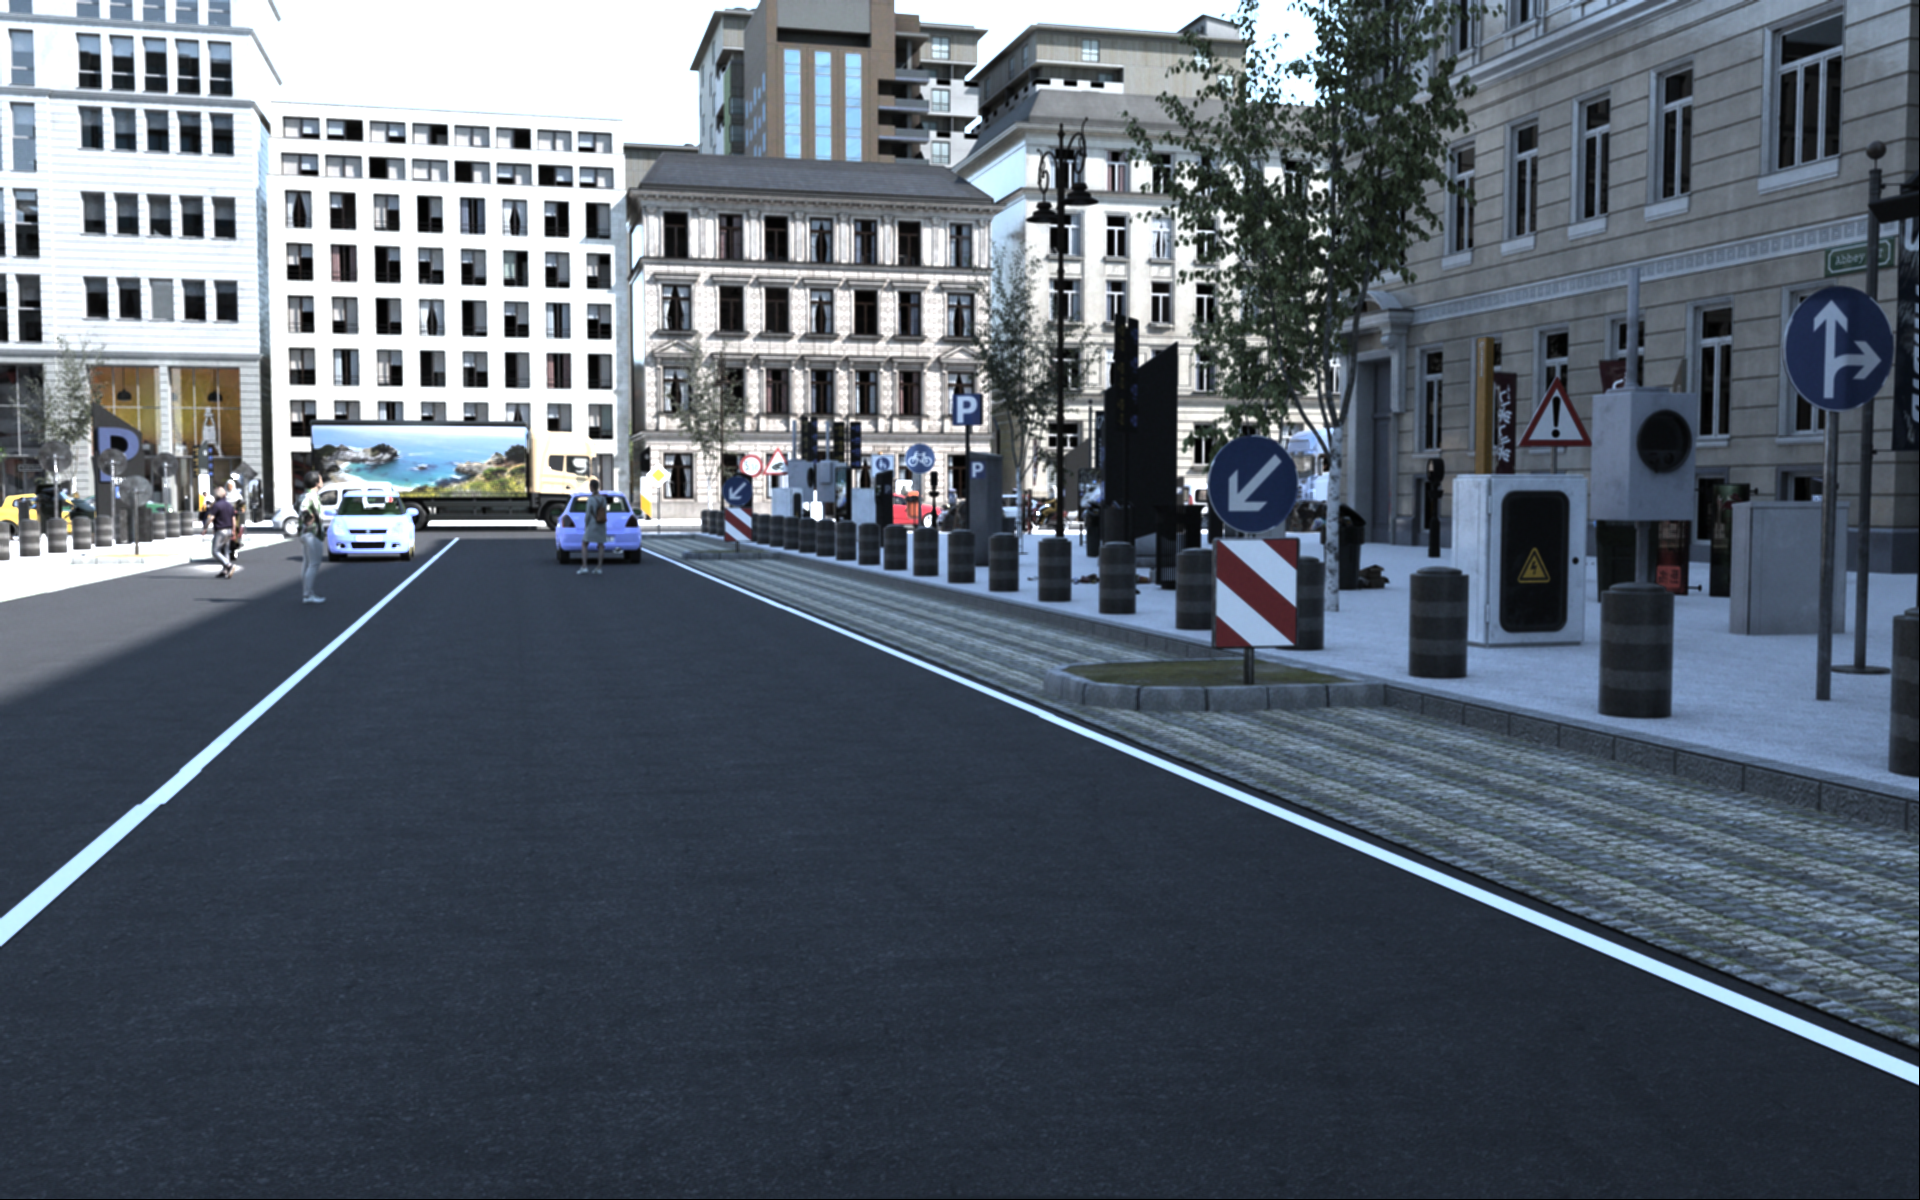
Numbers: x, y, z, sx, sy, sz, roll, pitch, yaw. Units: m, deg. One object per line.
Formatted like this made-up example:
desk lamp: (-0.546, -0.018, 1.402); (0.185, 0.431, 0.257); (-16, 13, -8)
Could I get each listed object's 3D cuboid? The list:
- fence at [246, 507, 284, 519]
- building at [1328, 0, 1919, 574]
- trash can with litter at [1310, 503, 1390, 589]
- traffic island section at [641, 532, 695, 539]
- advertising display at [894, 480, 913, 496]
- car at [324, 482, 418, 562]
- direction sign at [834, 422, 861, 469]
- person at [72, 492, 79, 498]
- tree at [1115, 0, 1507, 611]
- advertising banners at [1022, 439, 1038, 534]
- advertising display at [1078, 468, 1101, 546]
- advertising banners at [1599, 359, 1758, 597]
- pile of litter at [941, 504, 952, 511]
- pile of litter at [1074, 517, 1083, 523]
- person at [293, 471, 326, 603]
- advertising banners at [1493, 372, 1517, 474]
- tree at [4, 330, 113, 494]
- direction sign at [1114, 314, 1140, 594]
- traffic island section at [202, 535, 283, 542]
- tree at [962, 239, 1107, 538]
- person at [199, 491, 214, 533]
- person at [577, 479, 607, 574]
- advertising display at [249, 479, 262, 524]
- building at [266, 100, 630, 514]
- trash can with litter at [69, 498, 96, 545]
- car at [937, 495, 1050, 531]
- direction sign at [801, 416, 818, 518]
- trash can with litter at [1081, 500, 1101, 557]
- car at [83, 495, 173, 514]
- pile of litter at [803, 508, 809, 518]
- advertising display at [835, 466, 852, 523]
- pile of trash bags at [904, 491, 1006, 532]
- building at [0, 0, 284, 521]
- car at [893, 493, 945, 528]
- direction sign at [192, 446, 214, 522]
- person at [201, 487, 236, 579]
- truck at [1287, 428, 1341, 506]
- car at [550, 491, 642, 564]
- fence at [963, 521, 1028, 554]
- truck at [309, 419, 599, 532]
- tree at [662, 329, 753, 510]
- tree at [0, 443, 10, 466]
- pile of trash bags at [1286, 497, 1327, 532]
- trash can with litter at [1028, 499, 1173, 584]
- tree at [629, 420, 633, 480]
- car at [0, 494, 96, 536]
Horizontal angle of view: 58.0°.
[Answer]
fence: (-31.602, -3.852, 78.349); (2.069, 0.683, 0.278); (-1, 4, -21)
building: (18.537, -15.413, 37.905); (13.634, 28.700, 20.117); (-1, 4, -15)
trash can with litter: (5.309, -0.741, 23.504); (1.055, 1.170, 0.624); (-3, 4, -38)
traffic island section: (-9.725, -2.067, 56.080); (2.009, 0.180, 2.903); (-1, 4, -15)
advertising display: (-2.500, -4.378, 76.786); (0.974, 1.923, 0.123); (-3, 5, -40)
car: (-12.920, -1.742, 38.068); (1.945, 1.707, 3.694); (-1, 4, -16)
direction sign: (-3.532, -3.814, 54.355); (0.876, 3.537, 0.379); (1, 4, 10)
person: (-31.582, -3.114, 61.963); (0.613, 1.512, 0.480); (2, 4, 30)
tree: (4.011, -4.196, 18.975); (4.737, 8.622, 4.395); (0, 3, 0)
advertising banners: (2.223, -3.636, 55.632); (0.090, 3.025, 2.074); (-1, 4, -11)
advertising display: (3.274, -2.285, 42.580); (0.123, 1.923, 0.974); (-3, 5, -39)
advertising banners: (9.062, -1.578, 21.982); (0.090, 3.025, 2.074); (-3, 5, -43)
pile of litter: (-0.427, -3.939, 78.368); (1.176, 0.858, 1.719); (-3, 4, -38)
pile of litter: (5.705, -3.968, 78.834); (1.719, 0.858, 1.176); (-3, 5, -44)
person: (-8.595, -0.836, 22.894); (0.376, 1.734, 0.841); (-1, 4, -23)
advertising banners: (8.461, -1.785, 25.374); (2.074, 3.025, 0.090); (-2, 4, -33)
tree: (-39.863, -7.768, 77.368); (4.360, 8.622, 3.978); (0, 3, 0)
direction sign: (2.131, -1.849, 22.222); (0.379, 3.537, 0.876); (2, 4, 24)
traffic island section: (-21.864, -1.875, 52.936); (2.009, 0.180, 2.903); (-1, 4, -15)
tree: (1.839, -6.091, 49.943); (4.360, 8.622, 3.978); (0, 3, 0)
person: (-27.519, -3.218, 63.327); (0.590, 1.554, 0.614); (1, 4, 9)
person: (-6.568, -1.327, 31.194); (0.522, 1.701, 0.512); (3, 4, 36)
advertising display: (-30.744, -4.302, 75.556); (0.974, 1.923, 0.123); (3, 5, 44)
building: (-26.054, -14.364, 89.601); (16.860, 20.320, 10.420); (-1, 4, -15)
trash can with litter: (-22.152, -2.006, 44.183); (1.055, 1.170, 0.624); (1, 4, 14)
car: (1.359, -3.313, 66.166); (4.499, 1.417, 2.014); (-1, 4, -16)
direction sign: (-4.407, -3.594, 50.767); (0.379, 3.537, 0.876); (2, 4, 26)
trash can with litter: (3.045, -1.470, 35.430); (1.055, 1.170, 0.624); (-1, 4, -10)
car: (-32.106, -3.251, 64.947); (4.920, 1.459, 2.131); (-1, 4, -13)
pile of litter: (-5.000, -2.365, 52.626); (1.176, 0.858, 1.719); (3, 5, 41)
advertising display: (-2.739, -2.168, 40.654); (0.123, 1.923, 0.974); (-1, 4, -20)
pile of trash bags: (-0.157, -2.971, 58.323); (3.447, 1.369, 1.912); (-1, 4, -9)
building: (-48.962, -18.710, 83.398); (29.804, 29.767, 11.434); (-1, 4, -15)
car: (-2.643, -3.680, 69.203); (4.494, 1.783, 2.155); (-1, 4, -16)
direction sign: (-35.355, -5.441, 80.952); (0.876, 3.537, 0.379); (-1, 4, -15)
person: (-12.544, -1.142, 29.386); (0.569, 1.553, 0.471); (-3, 4, -38)
truck: (21.247, -4.821, 68.582); (18.799, 4.110, 2.967); (-1, 4, -14)
car: (-7.768, -1.680, 37.056); (1.945, 1.707, 3.694); (-1, 4, -14)
fence: (0.702, -1.372, 37.801); (0.278, 0.683, 2.069); (-3, 5, -39)
truck: (-19.147, -4.801, 67.411); (11.283, 4.237, 2.839); (-1, 4, -13)
tree: (-11.120, -7.731, 76.761); (4.360, 8.622, 3.978); (0, 3, 0)
tree: (-20.944, -2.553, 36.346); (1.663, 3.219, 1.824); (0, 3, 0)
pile of trash bags: (11.212, -2.979, 58.451); (3.447, 1.369, 1.912); (0, 4, -1)
trash can with litter: (2.045, -0.874, 25.341); (2.233, 1.210, 1.678); (3, 4, 37)
tree: (-25.869, -11.501, 138.401); (4.737, 8.622, 4.395); (0, 3, 0)
car: (-28.969, -2.789, 55.830); (3.980, 1.641, 2.015); (-1, 4, -14)
